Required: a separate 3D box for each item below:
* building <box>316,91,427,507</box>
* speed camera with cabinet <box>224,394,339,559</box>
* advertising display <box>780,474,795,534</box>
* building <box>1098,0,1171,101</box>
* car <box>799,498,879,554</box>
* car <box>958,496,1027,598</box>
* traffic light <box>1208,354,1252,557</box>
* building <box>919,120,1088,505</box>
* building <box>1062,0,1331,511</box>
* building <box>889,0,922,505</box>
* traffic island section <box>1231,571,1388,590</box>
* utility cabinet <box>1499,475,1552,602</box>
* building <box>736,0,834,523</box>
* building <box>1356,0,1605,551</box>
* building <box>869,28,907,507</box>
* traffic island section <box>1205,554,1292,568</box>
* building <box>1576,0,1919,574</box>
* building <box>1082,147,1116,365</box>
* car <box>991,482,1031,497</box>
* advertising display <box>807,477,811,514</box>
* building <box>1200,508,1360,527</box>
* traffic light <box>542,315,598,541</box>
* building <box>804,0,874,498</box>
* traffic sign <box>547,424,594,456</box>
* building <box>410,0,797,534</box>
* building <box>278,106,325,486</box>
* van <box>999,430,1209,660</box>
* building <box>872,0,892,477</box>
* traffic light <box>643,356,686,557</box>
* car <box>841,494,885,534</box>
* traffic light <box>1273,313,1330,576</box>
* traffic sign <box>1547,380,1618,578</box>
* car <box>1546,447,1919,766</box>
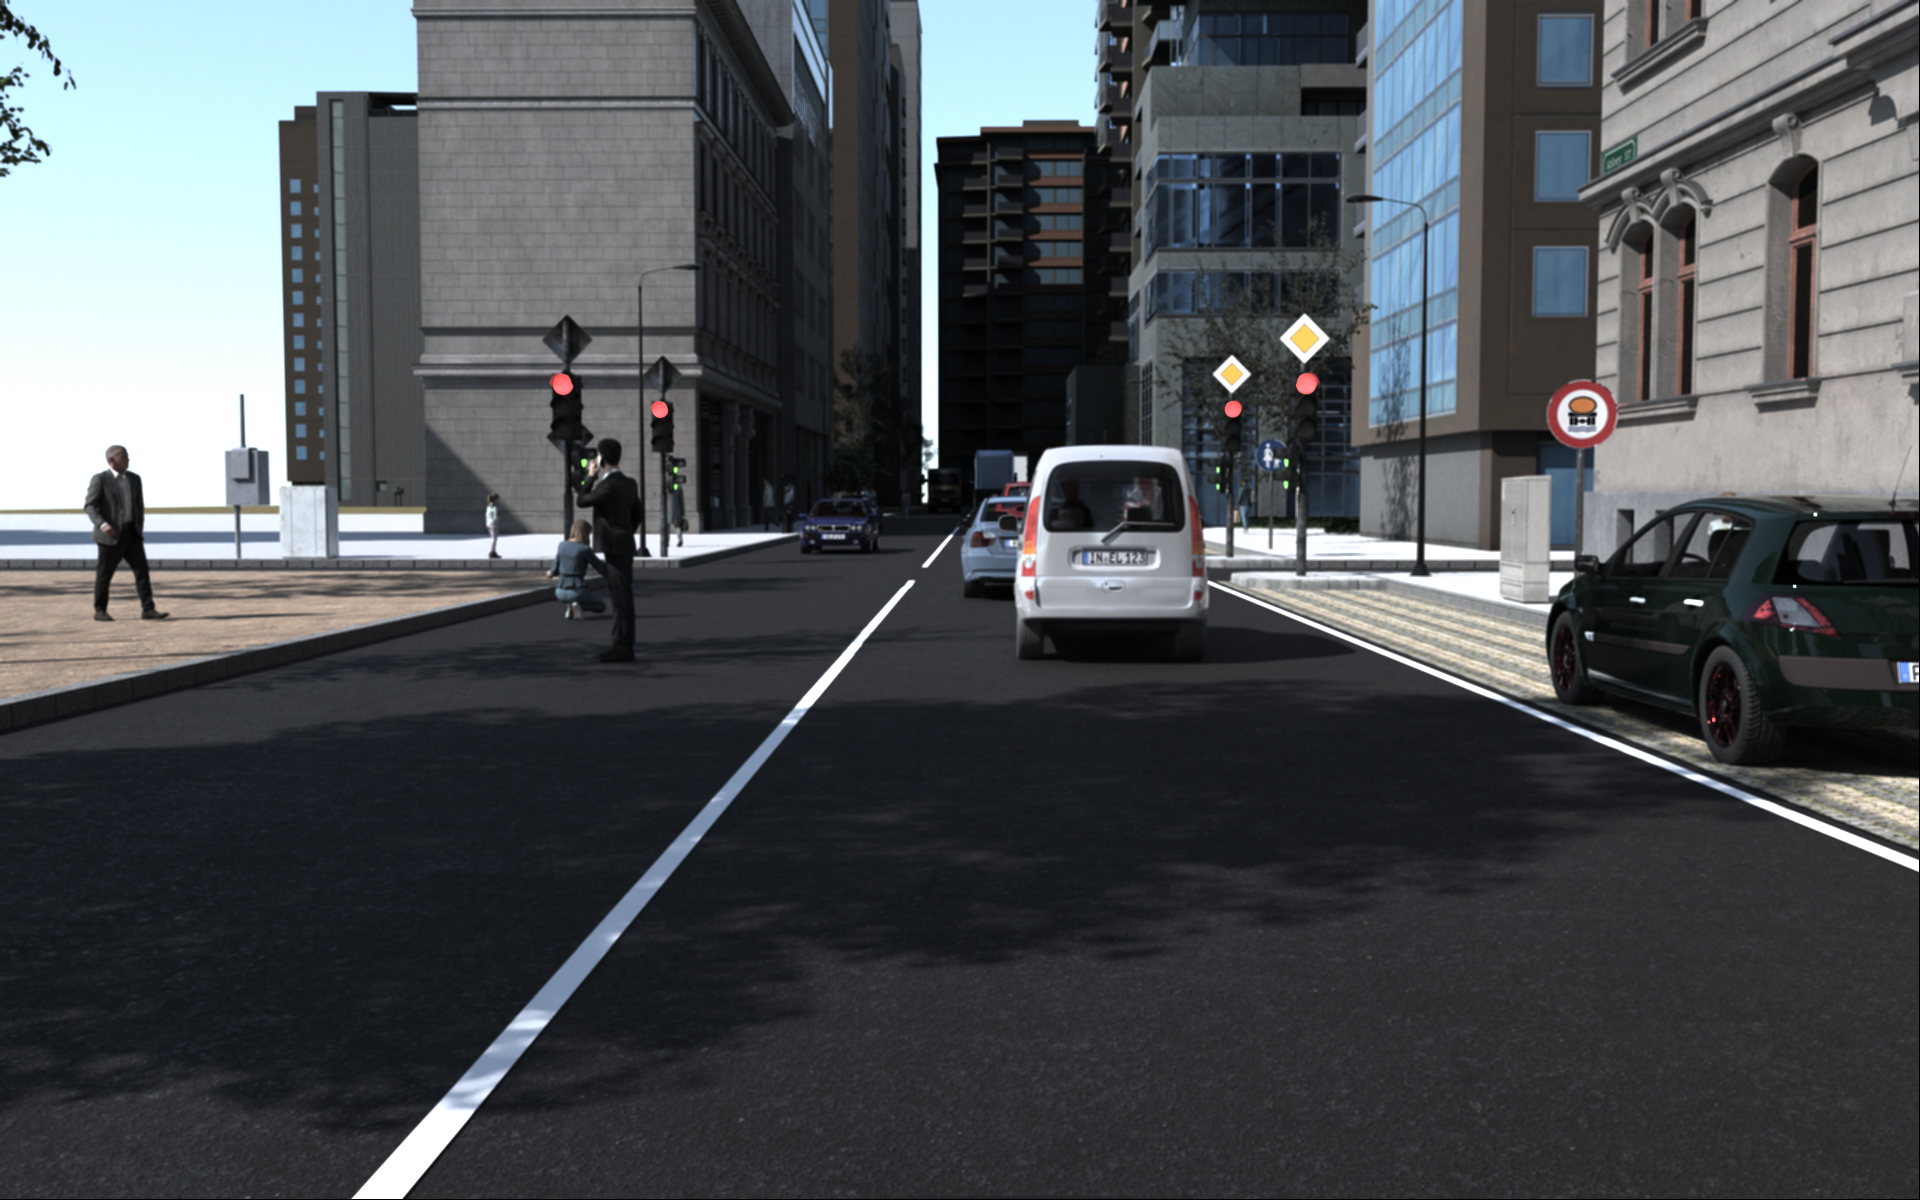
[{"bbox_3d":[-56.717,-30.310,179.169,14.086,41.232,14.154,0,4,1],"label":"building"},{"bbox_3d":[-13.485,-2.453,34.441,2.038,3.252,0.660,0,4,1],"label":"speed camera with cabinet"},{"bbox_3d":[-5.625,-3.136,56.484,0.123,1.923,0.974,1,4,16],"label":"advertising display"},{"bbox_3d":[21.313,-28.723,124.239,22.147,44.769,28.867,0,4,1],"label":"building"},{"bbox_3d":[-2.949,-1.848,42.797,1.945,1.354,3.894,0,4,1],"label":"car"},{"bbox_3d":[0.950,-0.807,25.205,2.014,1.417,4.499,0,4,2],"label":"car"},{"bbox_3d":[5.451,-2.818,34.996,0.839,4.253,0.868,0,4,1],"label":"traffic light"},{"bbox_3d":[9.921,-33.701,205.642,28.867,44.769,22.147,0,4,1],"label":"building"},{"bbox_3d":[21.895,-52.296,167.710,22.319,86.520,31.000,0,4,1],"label":"building"},{"bbox_3d":[-18.634,-40.518,204.475,28.212,58.520,21.231,0,4,1],"label":"building"},{"bbox_3d":[5.364,-0.296,27.125,2.009,0.180,2.903,0,4,1],"label":"traffic island section"},{"bbox_3d":[6.750,-0.738,20.745,0.318,1.500,1.173,0,4,4],"label":"utility cabinet"},{"bbox_3d":[-13.227,-16.436,86.756,12.078,24.808,19.932,0,4,1],"label":"building"},{"bbox_3d":[18.694,-24.086,43.914,14.200,45.320,14.600,0,4,1],"label":"building"},{"bbox_3d":[-16.375,-33.664,174.108,21.600,48.544,21.300,0,4,1],"label":"building"},{"bbox_3d":[5.490,-0.785,35.109,2.009,0.180,2.903,0,4,1],"label":"traffic island section"},{"bbox_3d":[15.271,-13.838,13.641,14.401,28.519,23.554,0,4,1],"label":"building"},{"bbox_3d":[17.306,-22.953,146.979,14.160,30.474,14.107,0,4,1],"label":"building"},{"bbox_3d":[2.122,-2.773,54.015,2.281,1.827,5.304,0,3,0],"label":"car"},{"bbox_3d":[-5.769,-3.724,66.098,0.123,1.923,0.974,0,4,-3],"label":"advertising display"},{"bbox_3d":[16.876,-46.869,78.975,22.319,86.520,31.000,0,4,1],"label":"building"},{"bbox_3d":[-6.136,-2.340,27.176,0.839,4.253,0.868,0,4,1],"label":"traffic light"},{"bbox_3d":[-13.237,-28.560,117.059,14.600,45.320,14.200,0,4,1],"label":"building"},{"bbox_3d":[-6.261,-1.717,27.800,0.795,2.593,0.064,0,4,8],"label":"traffic sign"},{"bbox_3d":[-12.752,-12.555,56.192,10.553,20.767,40.483,0,4,1],"label":"building"},{"bbox_3d":[-69.545,-33.820,203.060,14.200,45.320,14.600,0,4,1],"label":"building"},{"bbox_3d":[1.361,-0.572,16.365,2.013,2.044,4.112,0,4,2],"label":"van"},{"bbox_3d":[-19.521,-33.548,137.742,28.713,52.752,27.495,0,4,1],"label":"building"},{"bbox_3d":[-6.009,-2.828,35.160,0.839,4.253,0.868,0,4,1],"label":"traffic light"},{"bbox_3d":[-3.731,-3.287,63.523,2.009,1.686,4.222,0,4,-1],"label":"car"},{"bbox_3d":[5.325,-2.330,27.012,0.839,4.253,0.868,0,4,1],"label":"traffic light"},{"bbox_3d":[6.935,-1.179,19.382,0.768,2.556,0.104,0,4,7],"label":"traffic sign"},{"bbox_3d":[4.903,-0.043,10.482,2.009,1.686,4.222,0,4,2],"label":"car"}]
